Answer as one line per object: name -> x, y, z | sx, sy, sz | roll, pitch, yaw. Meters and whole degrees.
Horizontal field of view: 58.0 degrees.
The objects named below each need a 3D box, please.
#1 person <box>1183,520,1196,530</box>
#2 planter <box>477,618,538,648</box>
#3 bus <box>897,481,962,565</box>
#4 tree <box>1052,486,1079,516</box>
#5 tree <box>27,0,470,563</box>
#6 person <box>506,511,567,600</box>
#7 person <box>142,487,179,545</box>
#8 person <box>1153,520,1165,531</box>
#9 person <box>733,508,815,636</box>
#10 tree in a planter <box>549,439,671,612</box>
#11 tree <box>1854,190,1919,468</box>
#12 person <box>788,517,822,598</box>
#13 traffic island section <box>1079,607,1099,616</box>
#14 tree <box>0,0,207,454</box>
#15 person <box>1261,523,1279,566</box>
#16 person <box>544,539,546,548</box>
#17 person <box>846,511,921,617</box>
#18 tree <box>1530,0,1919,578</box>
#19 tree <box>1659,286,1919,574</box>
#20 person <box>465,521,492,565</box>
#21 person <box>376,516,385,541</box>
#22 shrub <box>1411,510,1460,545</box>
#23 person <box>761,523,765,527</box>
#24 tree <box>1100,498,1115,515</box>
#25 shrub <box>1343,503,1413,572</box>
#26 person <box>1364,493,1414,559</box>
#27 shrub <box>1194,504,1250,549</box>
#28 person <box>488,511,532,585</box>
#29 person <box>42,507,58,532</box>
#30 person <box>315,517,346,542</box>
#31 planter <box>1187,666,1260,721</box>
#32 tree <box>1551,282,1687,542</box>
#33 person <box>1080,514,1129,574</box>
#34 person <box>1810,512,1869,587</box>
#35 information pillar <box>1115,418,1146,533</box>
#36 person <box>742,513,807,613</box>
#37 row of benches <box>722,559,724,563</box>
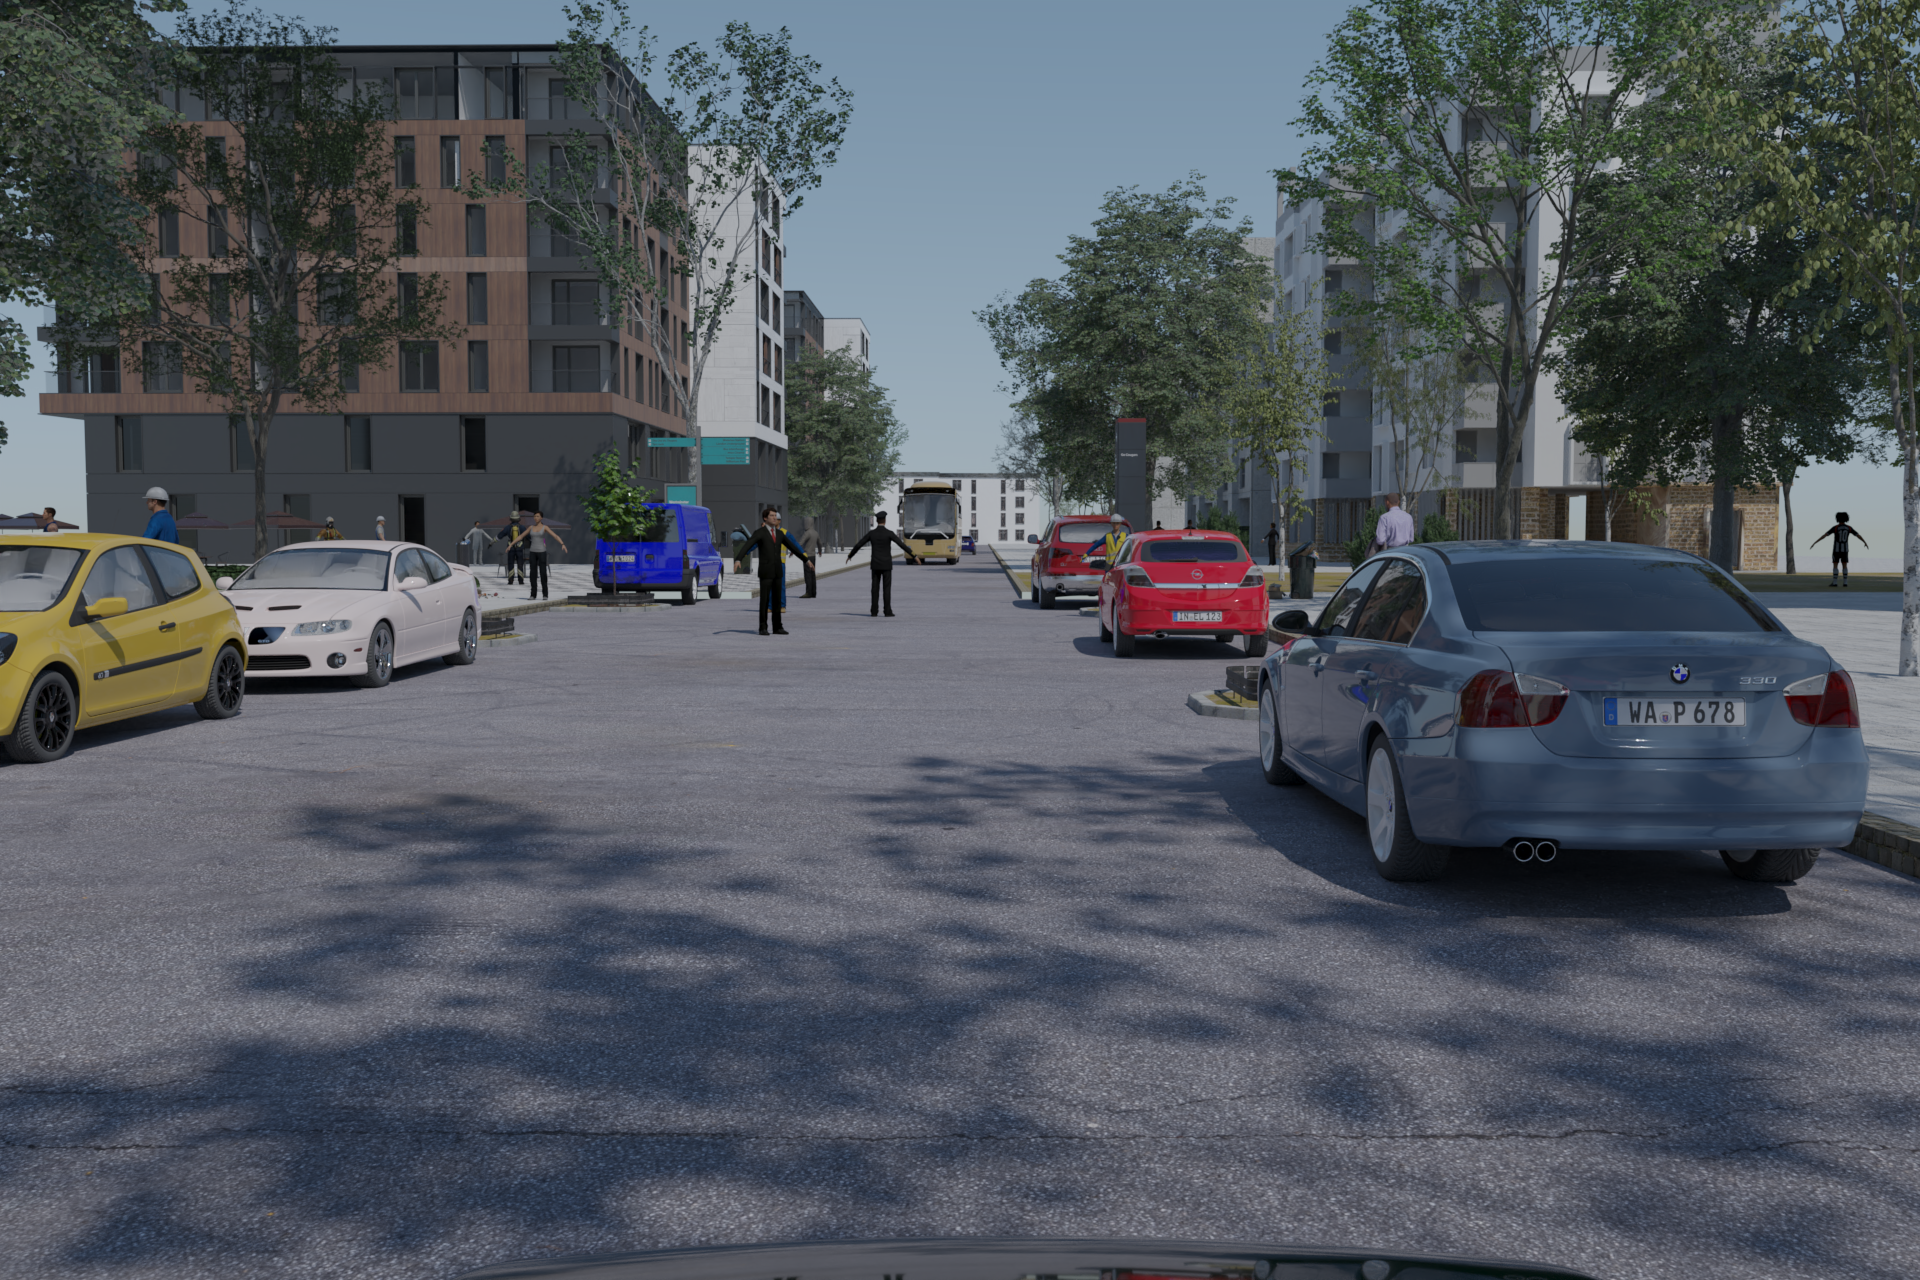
person -> 8.235, -3.415, 62.062 | 1.346, 1.802, 0.704 | 1, 4, 14
planter -> -6.664, -0.098, 22.745 | 1.991, 0.319, 1.994 | 0, 4, 1
bus -> -1.274, -5.651, 83.936 | 2.896, 3.916, 12.252 | 0, 4, 1
tree -> 14.810, -17.166, 231.025 | 4.360, 8.622, 3.978 | 0, 3, 0
tree -> -12.490, -5.856, 30.151 | 8.767, 10.594, 7.601 | 1, 4, 9
person -> -8.174, -1.630, 33.467 | 1.217, 1.737, 0.721 | 0, 4, 5
person -> -9.635, -0.911, 20.782 | 0.705, 1.842, 1.347 | 0, 4, -3
person -> 7.645, -3.712, 66.836 | 1.346, 1.812, 0.704 | -1, 4, -10
person -> -2.673, -0.975, 24.578 | 1.347, 1.806, 0.705 | -3, 5, -39
tree in a planter -> -6.533, -2.166, 32.636 | 1.991, 3.239, 1.994 | 0, 4, 1
tree -> 27.592, -7.839, 46.292 | 7.486, 12.596, 7.792 | 0, 3, 0
person -> -3.387, -1.839, 38.649 | 0.705, 1.813, 1.348 | 2, 4, 25
traffic island section -> 3.146, -0.498, 31.008 | 1.991, 0.108, 1.994 | 0, 4, 1
tree -> -13.048, -6.873, 19.037 | 9.857, 13.997, 8.962 | 0, 3, 0
person -> 12.572, -3.876, 70.086 | 1.216, 1.740, 0.721 | -3, 5, -45
person -> -15.944, -3.496, 66.418 | 0.599, 1.433, 0.991 | -1, 4, -15
person -> -1.354, -1.321, 29.990 | 1.347, 1.837, 0.705 | 1, 4, 12
tree -> 18.273, -8.242, 41.418 | 9.857, 13.997, 8.962 | 0, 3, 0
tree -> 26.553, -7.393, 55.285 | 8.767, 10.594, 7.601 | 0, 4, 2
person -> -19.707, -3.952, 70.808 | 1.347, 1.806, 0.705 | -3, 5, -39
person -> -18.239, -2.984, 54.638 | 0.705, 1.847, 1.347 | -2, 4, -23
shrub -> 14.623, -2.998, 53.438 | 1.690, 2.028, 1.600 | 0, 3, 0
person -> -8.771, -4.352, 77.427 | 0.705, 1.796, 1.348 | 0, 4, 2
tree -> 22.356, -18.274, 233.187 | 7.601, 10.594, 8.767 | 1, 4, 9
shrub -> 10.091, -2.278, 41.661 | 1.690, 2.028, 1.600 | 0, 3, 0
person -> 5.809, -1.074, 23.467 | 0.709, 1.838, 0.599 | -1, 4, -18
shrub -> 6.113, -2.249, 41.192 | 1.690, 2.028, 1.600 | 0, 3, 0
person -> -11.221, -2.320, 43.709 | 1.354, 1.856, 0.705 | -1, 4, -15
person -> -17.822, -1.696, 33.892 | 0.704, 1.807, 1.345 | -2, 4, -31
person -> -21.056, -3.191, 57.945 | 0.705, 1.858, 1.354 | 2, 4, 33
planter -> 2.898, 0.428, 14.144 | 1.991, 0.319, 1.994 | 0, 4, 0
tree -> 18.958, -6.101, 50.112 | 4.737, 8.622, 4.395 | 0, 3, 0
person -> 2.637, -1.249, 29.335 | 1.216, 1.772, 0.721 | 0, 4, 7
person -> 21.417, -2.201, 42.136 | 1.345, 1.843, 0.704 | 1, 4, 8
information pillar -> 3.838, -3.039, 39.060 | 0.750, 3.857, 0.750 | 0, 4, 0
person -> -3.361, -1.411, 31.489 | 1.349, 1.833, 0.705 | 1, 4, 14
row of benches -> -8.498, -2.139, 50.431 | 1.422, 0.672, 4.104 | 2, 4, 34
